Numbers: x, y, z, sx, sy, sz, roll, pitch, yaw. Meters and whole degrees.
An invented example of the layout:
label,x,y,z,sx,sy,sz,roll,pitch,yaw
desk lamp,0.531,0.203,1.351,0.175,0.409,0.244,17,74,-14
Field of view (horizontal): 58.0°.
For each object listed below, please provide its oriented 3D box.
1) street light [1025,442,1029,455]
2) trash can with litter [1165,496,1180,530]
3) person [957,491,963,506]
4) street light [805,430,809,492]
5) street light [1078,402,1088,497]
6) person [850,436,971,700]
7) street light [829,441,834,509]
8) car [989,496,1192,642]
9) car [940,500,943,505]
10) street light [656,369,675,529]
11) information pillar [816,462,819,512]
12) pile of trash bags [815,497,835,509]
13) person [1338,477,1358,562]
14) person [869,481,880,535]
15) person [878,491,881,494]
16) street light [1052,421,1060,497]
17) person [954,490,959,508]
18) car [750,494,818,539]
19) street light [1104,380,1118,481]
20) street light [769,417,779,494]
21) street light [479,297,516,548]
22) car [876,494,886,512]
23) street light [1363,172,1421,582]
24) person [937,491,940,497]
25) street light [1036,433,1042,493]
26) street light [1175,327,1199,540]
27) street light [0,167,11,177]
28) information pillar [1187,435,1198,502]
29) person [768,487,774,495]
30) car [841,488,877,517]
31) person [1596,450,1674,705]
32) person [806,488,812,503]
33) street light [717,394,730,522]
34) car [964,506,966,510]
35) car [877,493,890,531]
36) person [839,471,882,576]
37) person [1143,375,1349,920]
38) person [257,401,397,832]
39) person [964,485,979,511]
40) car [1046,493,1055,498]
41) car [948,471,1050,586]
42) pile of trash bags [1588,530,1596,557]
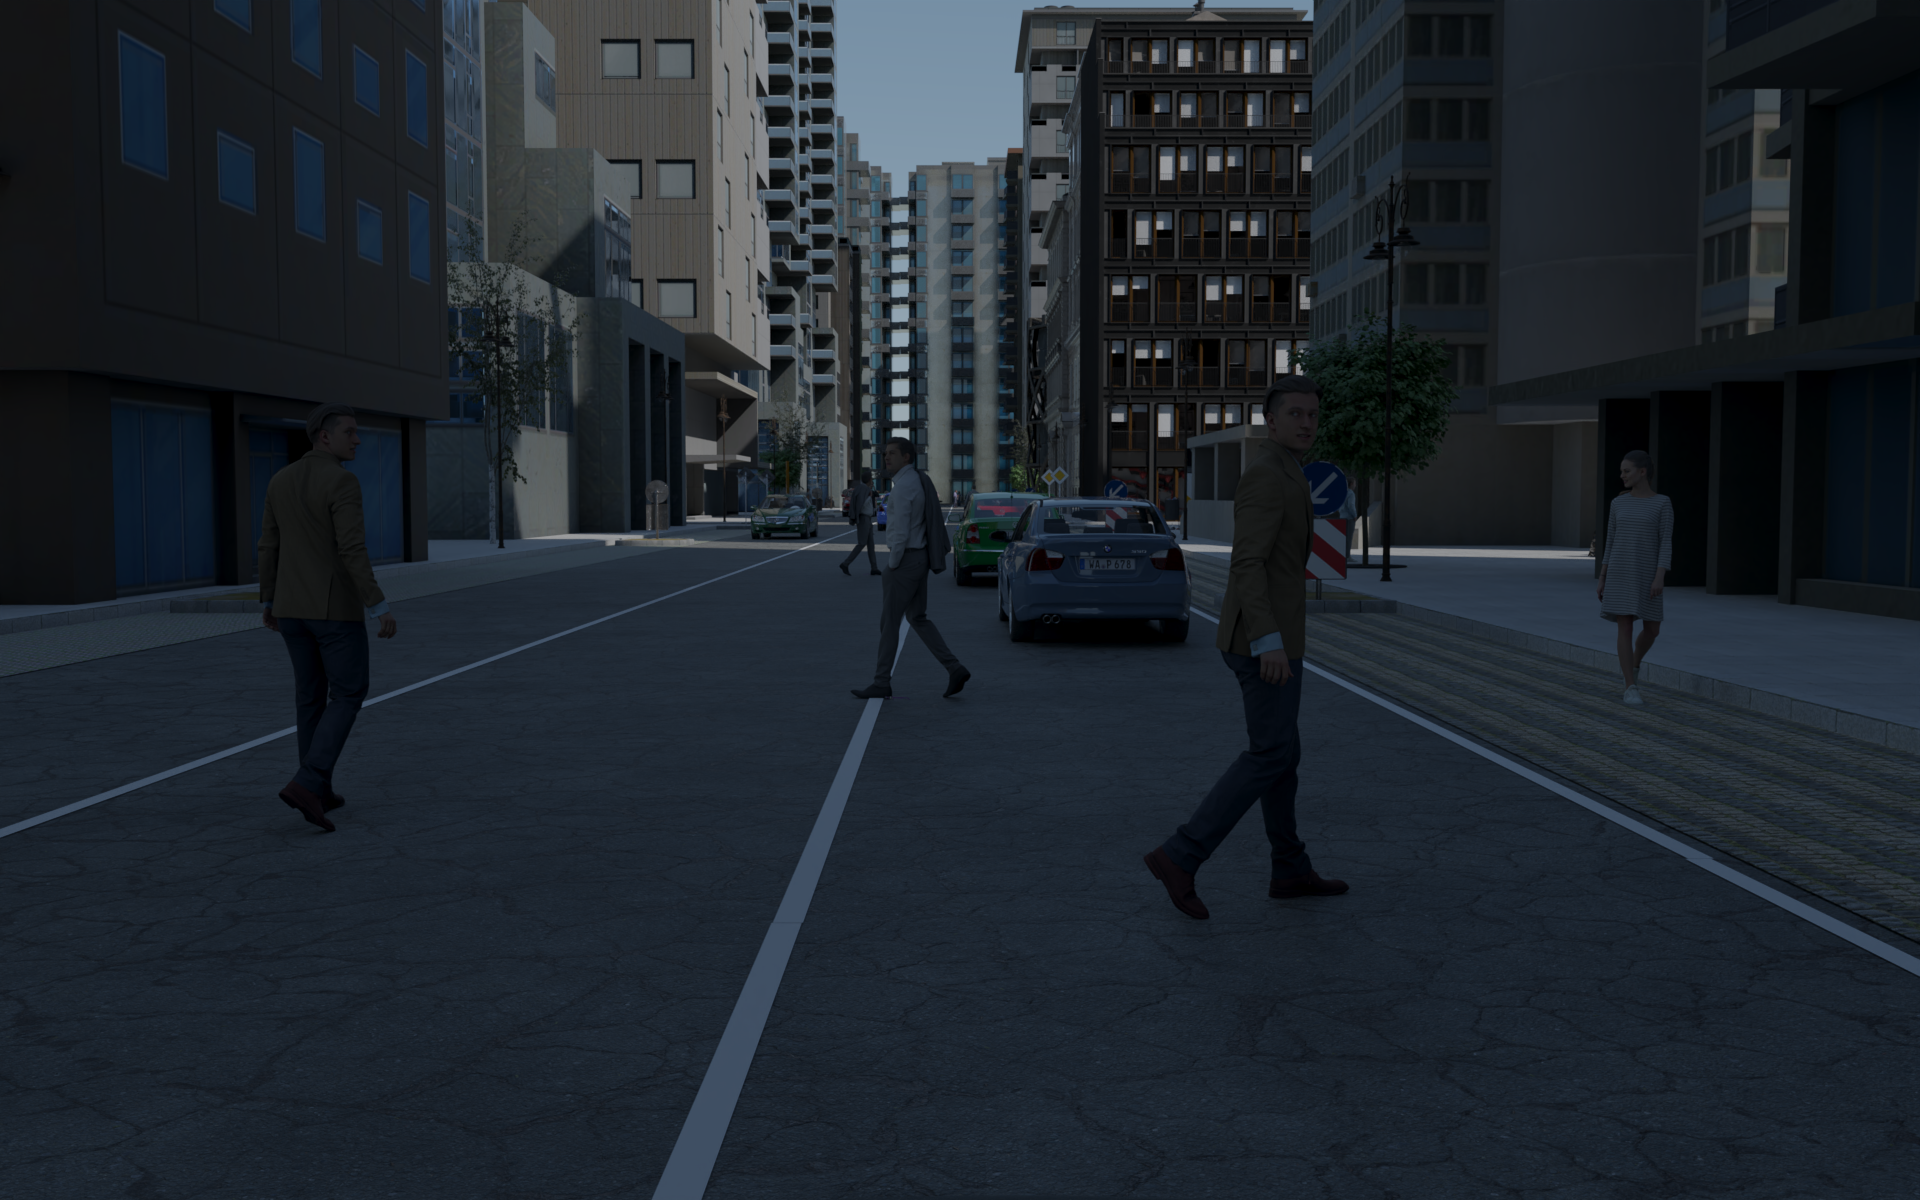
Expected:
label,x,y,z,sx,sy,sz,roll,pitch,yaw
street light,6.092,-11.101,154.281,0.468,5.910,1.993,0,3,0
trash can with litter,7.968,-3.117,62.018,2.233,1.210,1.678,1,4,16
person,-0.113,-11.978,204.430,0.705,1.814,1.350,-3,5,-43
street light,-11.019,-9.291,124.697,0.468,5.910,1.993,0,3,0
street light,6.168,-6.970,86.741,0.468,5.910,1.993,0,3,0
person,-0.341,-0.216,12.135,0.850,1.850,0.679,1,4,10
street light,-10.992,-10.689,147.560,0.468,5.910,1.993,0,3,0
car,1.323,-0.373,18.099,2.014,1.417,4.499,0,4,-1
car,-2.070,-5.703,105.245,2.014,1.417,4.499,0,4,0
street light,-10.884,-5.580,64.018,0.468,5.910,1.993,0,3,0
information pillar,-10.434,-8.291,126.909,0.183,3.616,0.504,-1,4,-12
pile of trash bags,-12.810,-8.822,153.987,3.447,1.369,1.912,0,4,-1
person,7.336,-1.519,32.693,0.330,1.601,0.589,0,4,-6
person,-3.156,-3.256,61.099,0.474,1.900,0.648,3,4,37
person,-7.525,-9.127,158.440,0.721,1.743,1.217,-2,4,-33
street light,6.085,-8.365,109.559,0.468,5.910,1.993,0,3,0
person,-0.344,-10.423,178.778,0.599,1.838,0.709,1,4,17
car,-5.694,-2.735,56.520,2.131,1.459,4.920,0,4,1
street light,6.113,-5.955,70.150,0.468,5.910,1.993,0,3,0
street light,-10.944,-7.909,102.095,0.468,5.910,1.993,0,3,0
street light,-10.839,-4.157,40.750,0.468,5.910,1.993,0,3,0
car,-5.851,-7.054,124.133,1.959,1.807,4.718,0,4,0
street light,6.263,-3.211,25.282,0.468,5.910,1.993,0,3,0
person,-2.407,-10.640,183.136,0.551,1.740,0.621,1,4,21
street light,6.033,-9.717,131.663,0.468,5.910,1.993,0,3,0
street light,6.270,-4.603,48.045,0.468,5.910,1.993,0,3,0
street light,-10.804,-2.805,18.645,0.468,5.910,1.993,0,3,0
information pillar,9.248,-4.760,69.180,0.504,3.616,0.183,1,4,18
person,-13.238,-6.978,120.378,0.529,1.795,0.600,-2,4,-32
car,-6.354,-6.193,109.933,2.281,1.827,5.304,0,4,0
person,4.664,-0.169,12.006,0.466,1.731,0.760,1,4,9
person,-10.696,-7.057,122.426,0.512,1.701,0.522,1,4,9
street light,-10.886,-6.552,79.920,0.468,5.910,1.993,0,3,0
car,1.174,-2.425,48.691,2.155,1.783,4.494,0,4,1
car,-2.351,-3.598,68.420,1.945,1.707,3.694,0,4,1
person,-1.700,-1.335,30.431,0.850,1.850,0.679,0,4,-2
person,1.037,0.150,5.963,0.836,1.842,0.656,-1,4,-21
person,-2.771,0.052,7.568,0.656,1.842,0.836,0,4,-4
person,0.528,-3.874,71.961,0.709,1.813,0.853,0,4,-2
car,3.919,-4.608,84.143,1.959,1.807,4.718,0,4,0
car,0.789,-1.202,28.451,1.959,1.807,4.718,0,4,-1
pile of trash bags,14.732,-1.567,35.376,3.447,1.369,1.912,-1,4,-19
